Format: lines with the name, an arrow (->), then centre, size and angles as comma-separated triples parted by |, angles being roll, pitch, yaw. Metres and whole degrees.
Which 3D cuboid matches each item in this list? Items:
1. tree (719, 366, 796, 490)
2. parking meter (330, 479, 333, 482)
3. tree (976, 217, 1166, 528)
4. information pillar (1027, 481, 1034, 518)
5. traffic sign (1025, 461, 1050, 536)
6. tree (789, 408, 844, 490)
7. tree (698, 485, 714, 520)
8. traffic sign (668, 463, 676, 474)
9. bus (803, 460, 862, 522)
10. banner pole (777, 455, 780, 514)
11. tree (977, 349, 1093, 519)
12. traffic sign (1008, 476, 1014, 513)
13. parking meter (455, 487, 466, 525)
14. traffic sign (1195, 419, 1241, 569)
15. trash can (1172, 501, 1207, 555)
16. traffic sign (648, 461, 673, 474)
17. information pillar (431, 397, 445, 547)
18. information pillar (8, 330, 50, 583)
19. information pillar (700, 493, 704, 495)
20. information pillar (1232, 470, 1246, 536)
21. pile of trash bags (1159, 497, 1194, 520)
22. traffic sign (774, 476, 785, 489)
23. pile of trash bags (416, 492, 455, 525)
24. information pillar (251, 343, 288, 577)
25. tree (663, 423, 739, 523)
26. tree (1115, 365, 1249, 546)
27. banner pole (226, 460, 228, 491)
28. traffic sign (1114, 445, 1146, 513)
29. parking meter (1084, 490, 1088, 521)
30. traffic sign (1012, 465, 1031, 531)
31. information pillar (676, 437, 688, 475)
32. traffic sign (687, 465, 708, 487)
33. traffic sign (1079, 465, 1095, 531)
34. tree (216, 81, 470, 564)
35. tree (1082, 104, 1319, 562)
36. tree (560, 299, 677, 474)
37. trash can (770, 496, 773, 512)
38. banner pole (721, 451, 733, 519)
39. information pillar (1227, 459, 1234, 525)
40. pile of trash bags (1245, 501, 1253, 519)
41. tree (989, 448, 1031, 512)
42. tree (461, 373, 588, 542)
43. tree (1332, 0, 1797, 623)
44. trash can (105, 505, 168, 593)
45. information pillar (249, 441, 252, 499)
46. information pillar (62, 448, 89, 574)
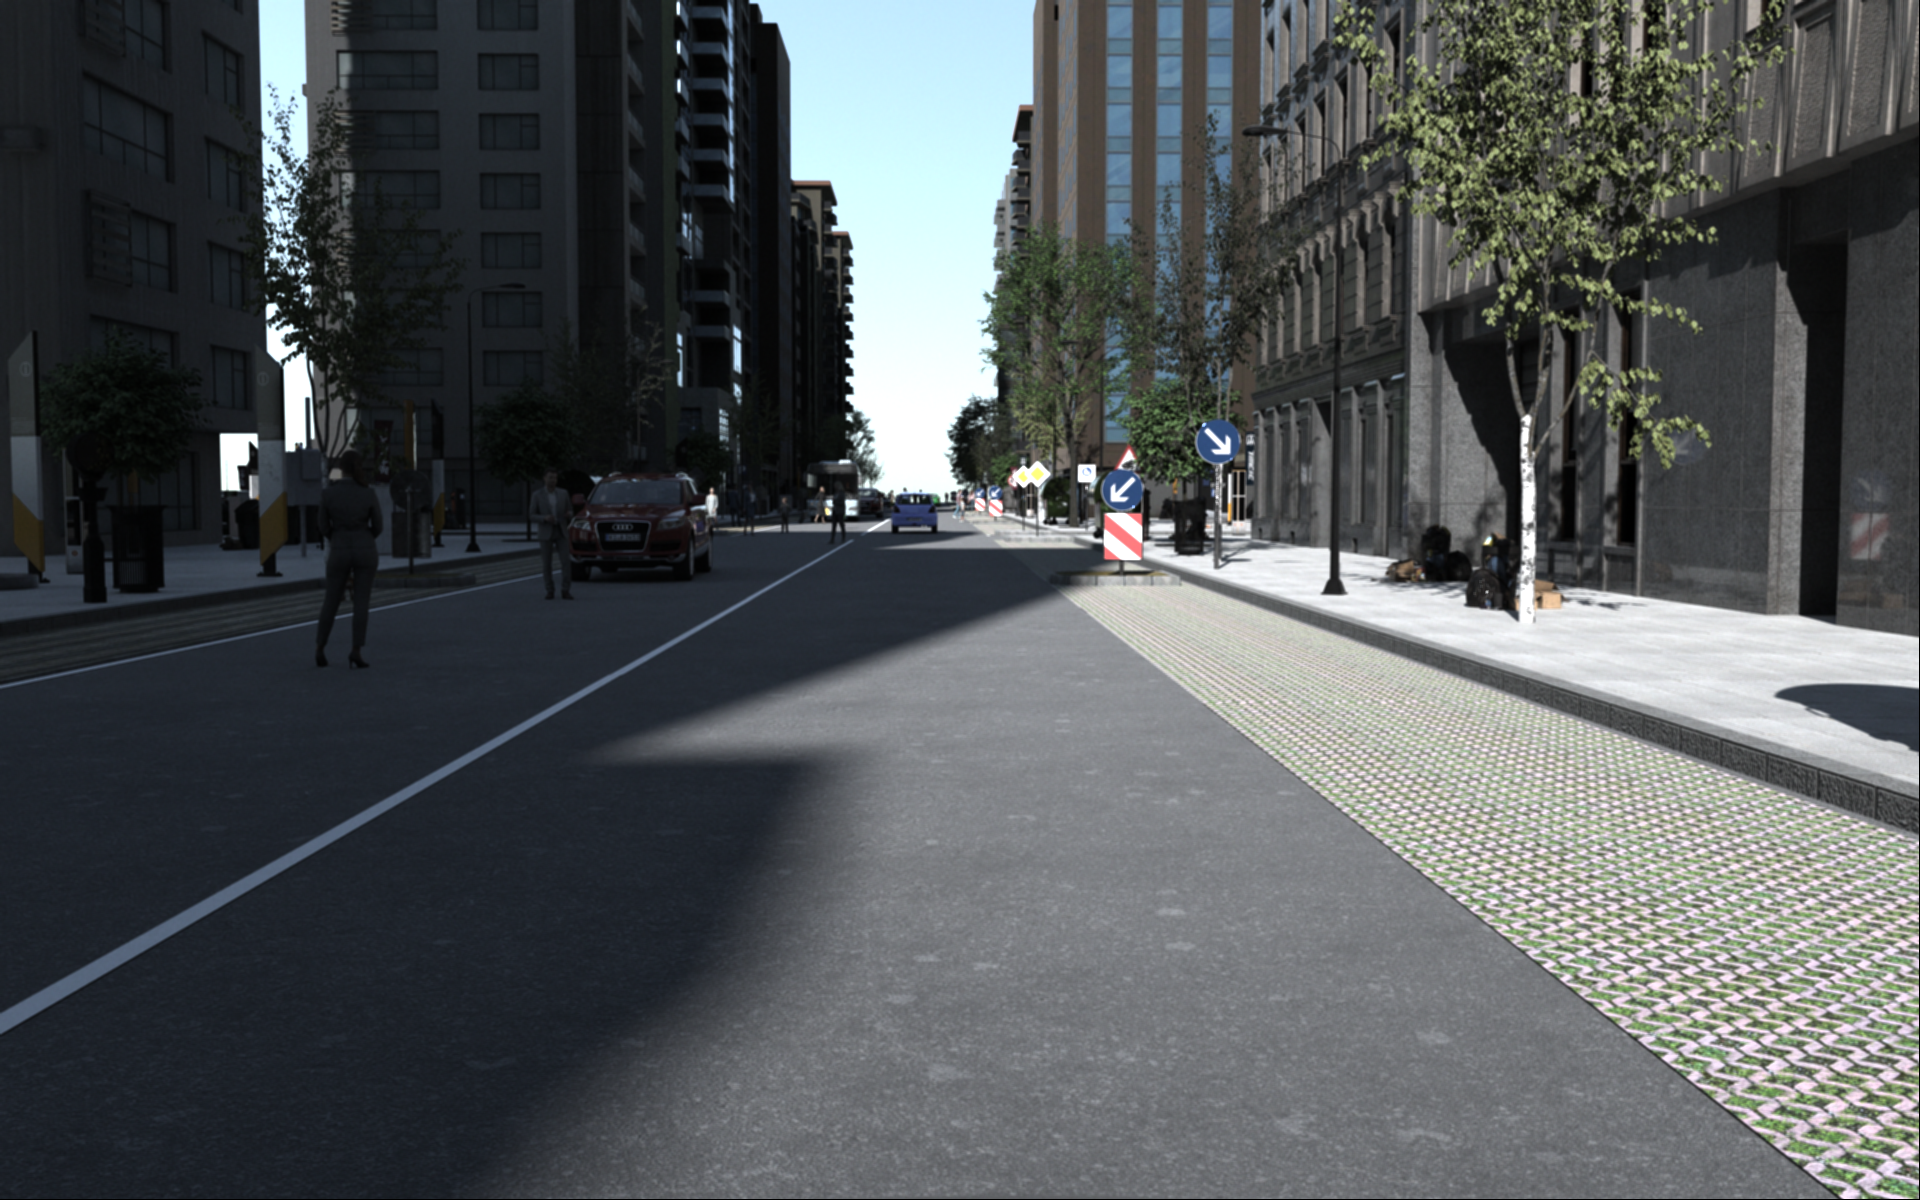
tree -> -11.819, -9.134, 99.706 | 4.737, 8.622, 4.395 | 0, 3, 0
parking meter -> -25.059, -3.861, 68.838 | 0.255, 1.863, 0.399 | -2, 4, -29
tree -> 4.207, -8.577, 65.986 | 9.928, 11.665, 9.643 | 0, 3, 0
information pillar -> 3.747, -5.365, 92.205 | 0.304, 2.012, 0.304 | 3, 4, 38
traffic sign -> 2.341, -2.984, 52.424 | 0.795, 2.450, 0.064 | 0, 4, -1
tree -> -12.866, -12.209, 149.982 | 4.360, 8.622, 3.978 | 0, 3, 0
tree -> -12.764, -5.560, 85.515 | 1.663, 3.219, 1.824 | 0, 3, 0
traffic sign -> -11.741, -4.370, 71.558 | 0.768, 2.556, 0.104 | 0, 4, 8
bus -> -6.628, -5.958, 92.266 | 2.948, 3.499, 13.247 | 0, 4, -3
banner pole -> -11.518, -7.330, 109.860 | 0.401, 3.779, 0.863 | 0, 4, 2
tree -> 4.204, -8.359, 87.031 | 4.737, 8.622, 4.395 | 0, 3, 0
traffic sign -> 3.535, -7.014, 114.785 | 0.768, 2.556, 0.104 | 0, 4, 0
parking meter -> -18.684, -3.447, 64.775 | 0.372, 1.533, 0.369 | 0, 3, 0
traffic sign -> 4.386, -1.800, 29.542 | 0.768, 2.556, 0.104 | 0, 4, 0
trash can -> 4.820, -1.516, 36.435 | 0.748, 1.137, 0.748 | 0, 3, 0
traffic sign -> -9.053, -2.974, 52.271 | 0.795, 2.450, 0.064 | 0, 4, -1
information pillar -> -12.609, -3.087, 41.835 | 0.183, 3.616, 0.504 | -3, 5, -40
information pillar -> -13.416, -2.052, 24.905 | 0.504, 3.616, 0.183 | 1, 4, 19
information pillar -> -14.504, -6.429, 96.476 | 0.504, 3.616, 0.183 | -2, 4, -31
information pillar -> 8.608, -2.995, 53.458 | 0.304, 2.012, 0.304 | -2, 4, -28
pile of trash bags -> 11.644, -4.728, 87.049 | 3.447, 1.369, 1.912 | 3, 4, 36
traffic sign -> -12.503, -7.326, 119.893 | 0.768, 2.556, 0.104 | 0, 4, 2
pile of trash bags -> -22.392, -3.828, 72.337 | 3.447, 1.369, 1.912 | -2, 4, -34
information pillar -> -10.667, -2.169, 26.820 | 0.504, 3.616, 0.183 | 1, 4, 20
tree -> -11.604, -5.785, 78.293 | 4.285, 4.588, 4.351 | 0, 3, 0
tree -> 5.479, -3.622, 42.929 | 4.285, 4.588, 4.351 | 0, 3, 0
banner pole -> -53.819, -8.389, 127.177 | 0.401, 3.779, 0.863 | -1, 4, -23
traffic sign -> 4.433, -2.781, 45.479 | 0.884, 2.594, 0.081 | 0, 4, 4
parking meter -> 6.020, -4.608, 83.756 | 0.372, 1.533, 0.369 | 0, 3, 0
traffic sign -> 2.219, -3.472, 60.408 | 0.795, 2.450, 0.064 | 0, 4, -1
information pillar -> -11.249, -4.819, 70.140 | 0.504, 3.616, 0.183 | 0, 4, -8
traffic sign -> -9.174, -3.463, 60.255 | 0.795, 2.450, 0.064 | 0, 4, -1
traffic sign -> 4.430, -3.573, 60.552 | 0.606, 2.300, 0.079 | 0, 4, 0
tree -> -11.401, -4.961, 31.471 | 4.737, 8.622, 4.395 | 0, 3, 0
tree -> 4.743, -5.046, 32.860 | 4.360, 8.622, 3.978 | 0, 3, 0
tree -> -12.646, -6.982, 64.513 | 4.360, 8.622, 3.978 | 0, 3, 0
trash can -> -13.559, -6.792, 122.699 | 0.748, 1.137, 0.748 | 0, 3, 0
banner pole -> -11.902, -6.007, 88.235 | 0.863, 3.779, 0.401 | 1, 4, 18
information pillar -> 11.088, -4.861, 70.832 | 0.183, 3.616, 0.504 | 2, 4, 26
pile of trash bags -> 14.658, -4.854, 89.113 | 1.912, 1.369, 3.447 | -2, 4, -26
tree -> 3.681, -8.535, 123.256 | 4.285, 4.588, 4.351 | 0, 3, 0
tree -> -11.844, -3.877, 47.103 | 4.285, 4.588, 4.351 | 0, 3, 0
tree -> 5.634, -4.065, 16.826 | 4.737, 8.622, 4.395 | 0, 3, 0
trash can -> -10.715, -0.668, 22.574 | 0.748, 1.137, 0.748 | 0, 3, 0
information pillar -> -31.109, -5.198, 76.347 | 0.183, 3.616, 0.504 | 2, 4, 25
information pillar -> -14.129, -1.423, 27.762 | 0.304, 2.012, 0.304 | 0, 4, 4
